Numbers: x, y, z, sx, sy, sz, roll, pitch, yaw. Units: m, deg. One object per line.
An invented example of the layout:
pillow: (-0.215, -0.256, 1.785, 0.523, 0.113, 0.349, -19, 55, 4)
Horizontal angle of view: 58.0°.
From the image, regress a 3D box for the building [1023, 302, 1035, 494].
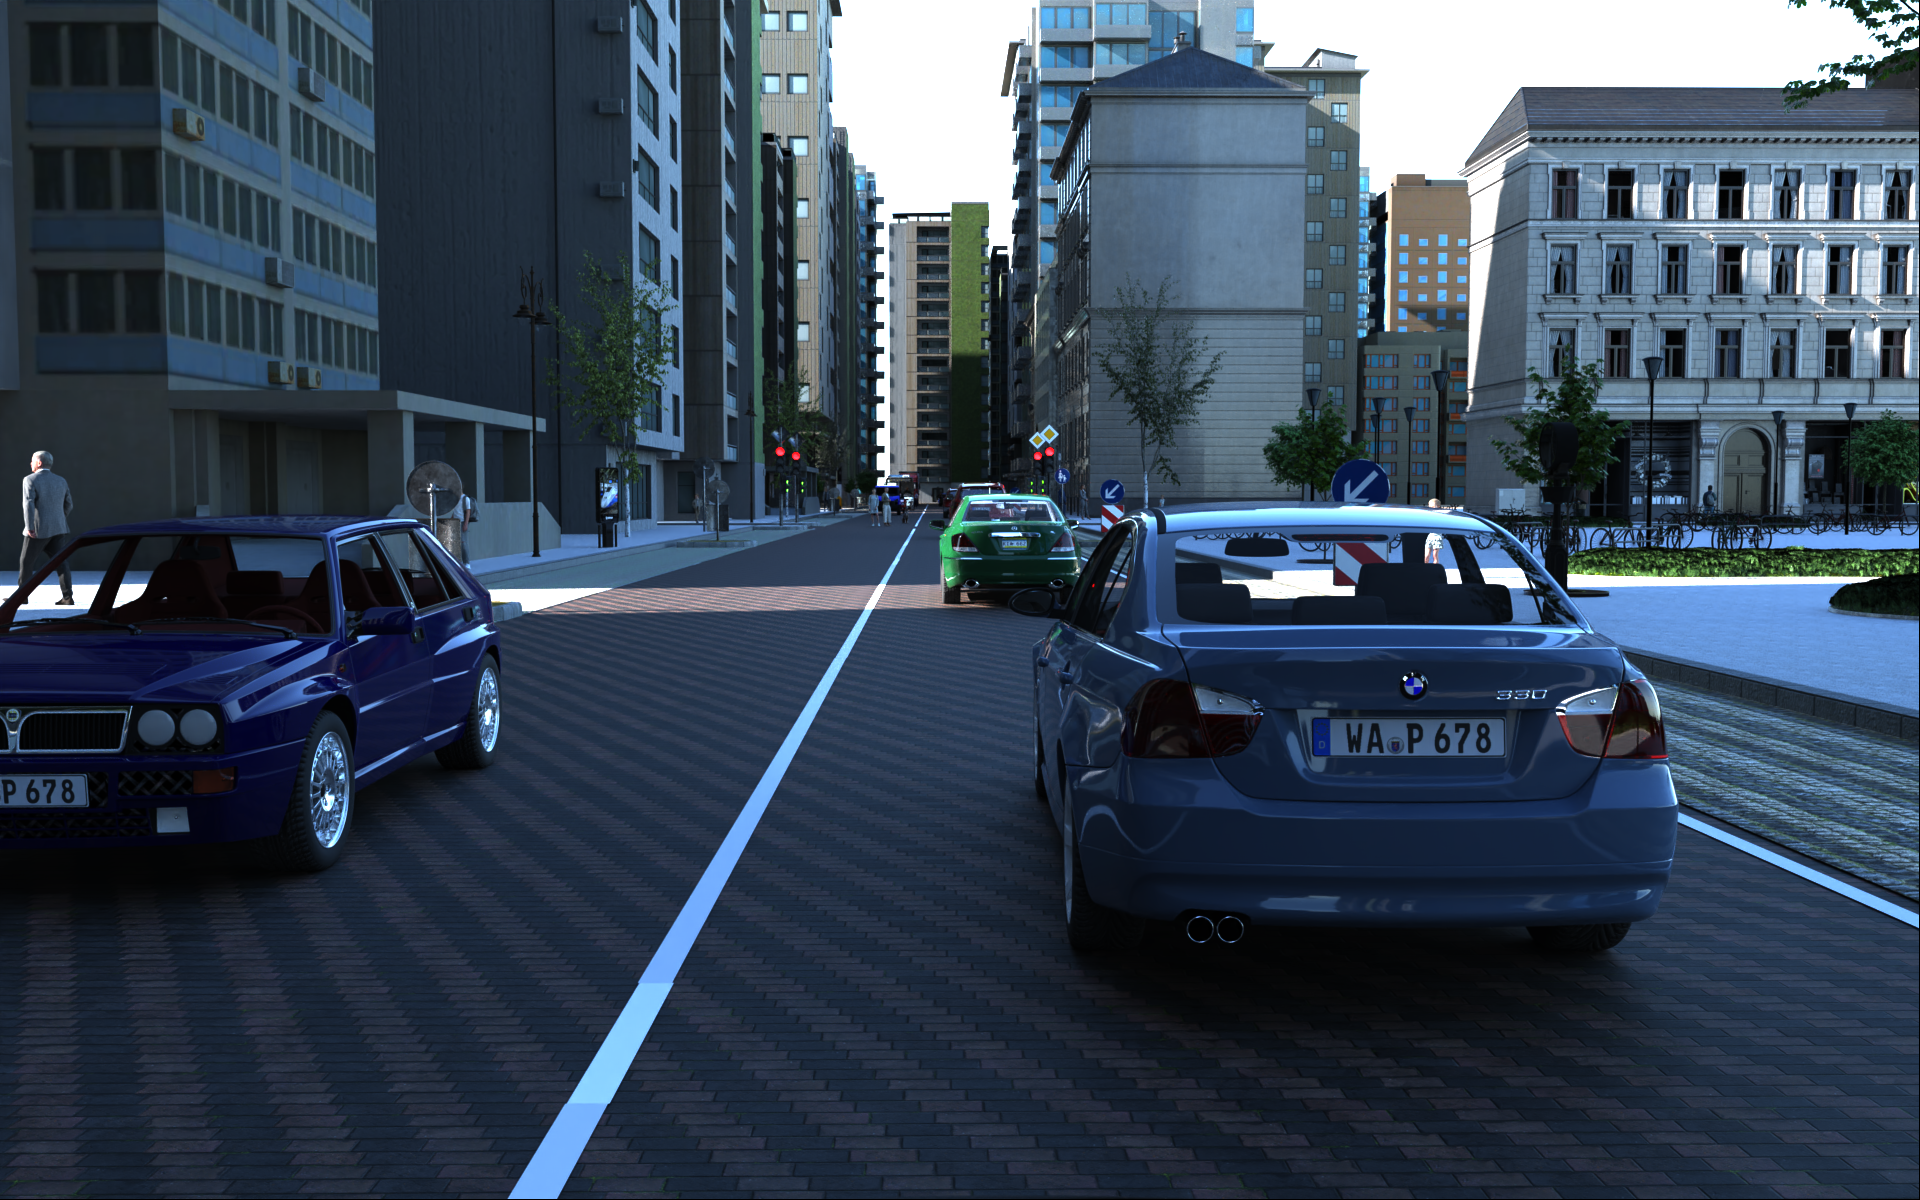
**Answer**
building: (10.994, -17.031, 143.091, 10.561, 19.102, 19.286, 0, 4, -1)

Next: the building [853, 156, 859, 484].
building: (-19.496, -31.670, 201.390, 14.154, 41.232, 14.086, 0, 4, -1)

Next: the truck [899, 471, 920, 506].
truck: (-6.357, -13.907, 216.294, 2.839, 4.237, 11.283, 0, 4, -1)

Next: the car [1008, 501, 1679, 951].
car: (1.206, 0.323, 6.728, 2.014, 1.417, 4.499, 0, 4, 0)

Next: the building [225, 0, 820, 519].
building: (-25.640, -25.635, 111.013, 32.217, 40.220, 23.993, 0, 4, -1)

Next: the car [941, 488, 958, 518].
car: (-0.010, -5.857, 104.437, 2.281, 1.827, 5.304, 0, 4, -1)

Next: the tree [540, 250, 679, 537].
tree: (-10.125, -6.180, 51.413, 4.737, 8.622, 4.395, 0, 3, 0)

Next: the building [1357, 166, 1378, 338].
building: (43.543, -38.537, 249.682, 30.456, 49.044, 23.786, 0, 4, -1)

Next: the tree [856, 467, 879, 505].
tree: (-11.531, -13.975, 212.207, 4.285, 4.588, 4.351, 0, 3, 0)

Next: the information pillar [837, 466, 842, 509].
information pillar: (-10.153, -9.439, 145.689, 0.504, 3.616, 0.183, -3, 5, -40)

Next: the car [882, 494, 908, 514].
car: (-4.891, -7.312, 128.598, 2.155, 1.783, 4.494, 0, 4, -1)

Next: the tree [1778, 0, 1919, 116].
tree: (7.852, -5.198, 10.741, 9.928, 11.665, 9.643, 0, 3, 0)

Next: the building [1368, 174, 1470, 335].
building: (66.029, -36.379, 244.907, 14.200, 45.320, 14.600, 0, 4, -1)

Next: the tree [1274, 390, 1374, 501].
tree: (6.912, -2.296, 32.137, 1.663, 3.219, 1.824, 0, 3, 0)

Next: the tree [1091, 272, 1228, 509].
tree: (6.447, -6.577, 57.904, 4.360, 8.622, 3.978, 0, 3, 0)

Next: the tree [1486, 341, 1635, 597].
tree: (7.755, -1.679, 22.056, 1.663, 3.219, 1.824, 0, 3, 0)

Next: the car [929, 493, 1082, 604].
car: (0.641, -0.750, 24.063, 2.131, 1.459, 4.920, 0, 4, -1)

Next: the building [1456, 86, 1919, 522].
building: (27.145, -14.228, 83.545, 40.483, 20.767, 10.553, 0, 4, -1)

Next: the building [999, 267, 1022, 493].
building: (11.964, -27.480, 220.993, 14.160, 30.474, 14.107, 0, 4, -1)

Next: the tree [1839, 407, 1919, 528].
tree: (35.288, -5.022, 65.822, 4.285, 4.588, 4.351, 0, 3, 0)

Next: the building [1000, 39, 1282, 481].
building: (19.442, -37.307, 199.215, 28.713, 52.752, 27.495, 0, 4, -1)

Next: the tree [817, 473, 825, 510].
tree: (-11.547, -8.783, 138.205, 1.663, 3.219, 1.824, 0, 3, 0)

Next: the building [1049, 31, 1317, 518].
building: (12.343, -18.753, 103.874, 12.463, 27.353, 25.104, 0, 4, -1)

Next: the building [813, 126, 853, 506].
building: (-19.304, -30.795, 187.096, 14.154, 41.232, 14.086, 0, 4, -1)

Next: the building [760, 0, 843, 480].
building: (-26.106, -35.245, 165.493, 28.713, 52.752, 27.495, 0, 4, -1)

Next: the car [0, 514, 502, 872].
car: (-3.284, 0.294, 7.775, 1.945, 1.354, 3.894, 0, 4, -2)

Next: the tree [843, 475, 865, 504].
tree: (-10.632, -10.776, 170.790, 1.663, 3.219, 1.824, 0, 3, 0)

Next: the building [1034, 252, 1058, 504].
building: (11.065, -16.530, 125.014, 10.420, 20.320, 16.860, 0, 4, -1)

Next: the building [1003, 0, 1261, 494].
building: (16.474, -33.684, 170.337, 23.786, 49.044, 30.456, 0, 4, -1)

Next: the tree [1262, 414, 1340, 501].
tree: (13.306, -5.094, 66.995, 4.285, 4.588, 4.351, 0, 3, 0)

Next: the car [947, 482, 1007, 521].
car: (0.692, -2.906, 56.179, 2.281, 1.827, 5.304, 0, 4, 1)

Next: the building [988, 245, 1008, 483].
building: (15.906, -34.320, 253.014, 23.993, 40.220, 32.217, 0, 4, -1)

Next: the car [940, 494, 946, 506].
car: (-1.529, -11.822, 203.074, 2.009, 1.686, 4.222, 0, 3, 0)

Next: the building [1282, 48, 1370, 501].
building: (32.985, -38.196, 213.739, 27.495, 52.752, 28.713, 0, 4, -1)

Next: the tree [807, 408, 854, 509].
tree: (-11.326, -12.168, 149.311, 4.360, 8.622, 3.978, 0, 3, 0)

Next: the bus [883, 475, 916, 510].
bus: (-5.688, -10.198, 161.602, 2.948, 3.499, 13.247, 0, 4, -2)

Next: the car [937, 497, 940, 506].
car: (-1.818, -12.459, 213.298, 1.945, 1.707, 3.694, 0, 4, -2)

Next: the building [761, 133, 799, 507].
building: (-20.473, -22.427, 138.391, 14.160, 30.474, 14.107, 0, 4, -1)

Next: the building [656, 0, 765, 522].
building: (-17.305, -24.497, 84.115, 14.154, 41.232, 14.086, 0, 4, -1)

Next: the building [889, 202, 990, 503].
building: (-3.003, -34.286, 244.162, 14.086, 41.232, 14.154, 0, 4, -1)

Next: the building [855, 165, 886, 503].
building: (-25.915, -38.465, 248.505, 30.456, 49.044, 23.786, 0, 4, -1)

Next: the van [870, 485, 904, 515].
van: (-5.010, -7.023, 119.212, 2.240, 2.365, 5.245, 0, 4, -2)

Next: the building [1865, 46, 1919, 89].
building: (55.281, -15.625, 85.139, 15.834, 23.373, 12.332, 0, 4, -1)

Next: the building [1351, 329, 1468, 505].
building: (61.174, -22.653, 215.413, 28.899, 21.520, 27.650, 0, 4, -1)

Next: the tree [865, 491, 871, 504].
tree: (-12.689, -14.417, 230.315, 1.663, 3.219, 1.824, 0, 3, 0)

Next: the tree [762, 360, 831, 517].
tree: (-9.483, -8.917, 96.161, 4.737, 8.622, 4.395, 0, 3, 0)

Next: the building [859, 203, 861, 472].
building: (-19.716, -32.842, 220.568, 14.086, 41.232, 14.154, 0, 4, -1)

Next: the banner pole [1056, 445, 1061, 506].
banner pole: (5.005, -5.982, 87.829, 0.401, 3.779, 0.863, 1, 4, 21)
